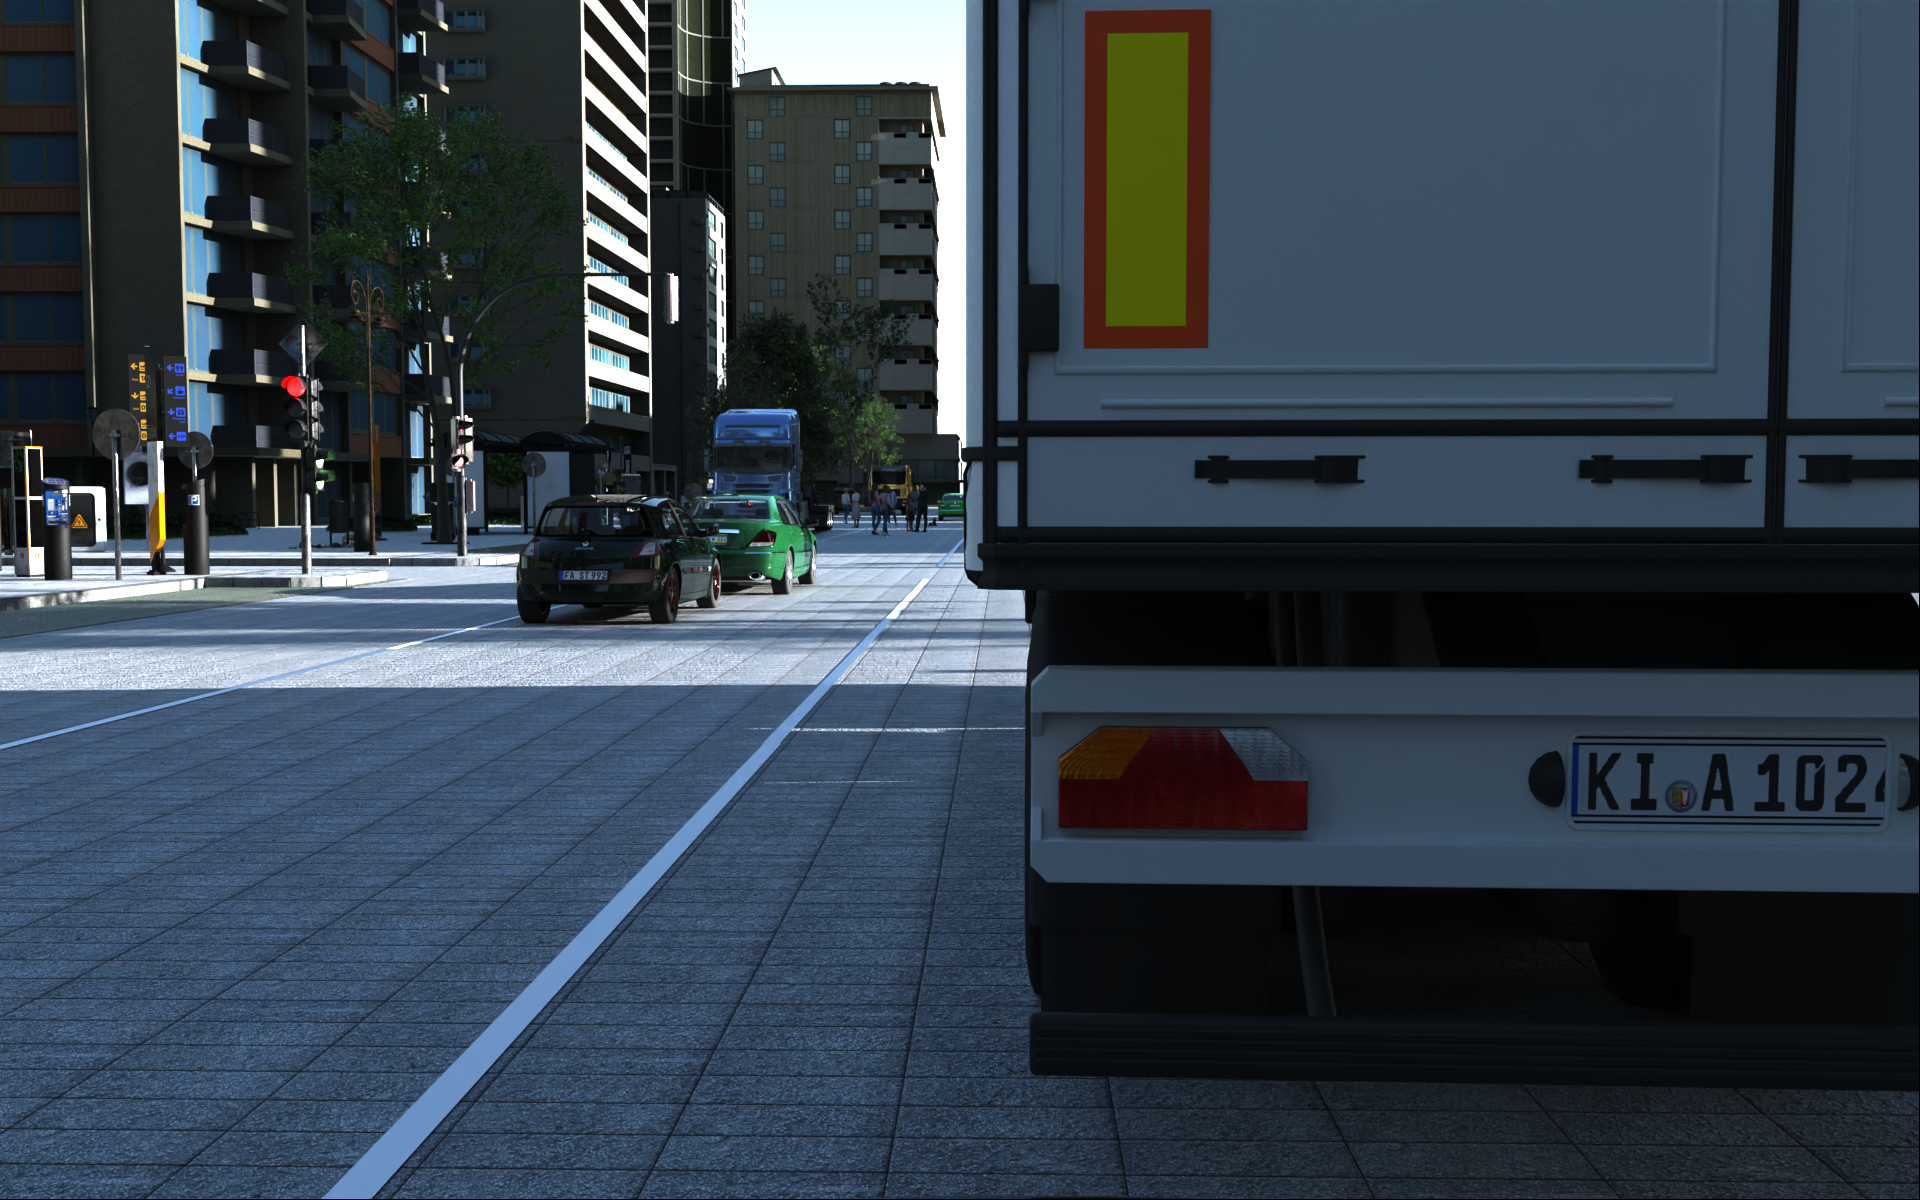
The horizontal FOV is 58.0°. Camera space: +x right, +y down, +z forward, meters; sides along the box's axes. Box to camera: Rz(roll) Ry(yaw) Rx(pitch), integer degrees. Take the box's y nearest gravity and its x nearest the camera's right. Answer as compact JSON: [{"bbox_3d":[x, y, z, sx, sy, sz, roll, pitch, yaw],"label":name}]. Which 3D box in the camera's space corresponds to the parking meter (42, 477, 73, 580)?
[{"bbox_3d":[-13.518,-1.071,25.929,0.372,1.533,0.369,0,3,0],"label":"parking meter"}]

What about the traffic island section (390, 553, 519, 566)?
[{"bbox_3d":[-10.323,-0.831,35.875,2.009,0.180,2.903,0,4,2],"label":"traffic island section"}]

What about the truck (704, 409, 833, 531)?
[{"bbox_3d":[-6.287,-4.336,60.647,2.967,4.110,18.799,0,4,0],"label":"truck"}]

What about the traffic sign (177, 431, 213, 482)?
[{"bbox_3d":[-15.568,-2.150,35.260,0.768,2.556,0.104,0,4,6],"label":"traffic sign"}]

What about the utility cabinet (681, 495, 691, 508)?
[{"bbox_3d":[-12.562,-4.288,81.268,1.020,1.237,0.306,1,4,12],"label":"utility cabinet"}]

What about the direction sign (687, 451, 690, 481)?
[{"bbox_3d":[-14.330,-6.088,91.541,0.379,3.537,0.876,-1,4,-18],"label":"direction sign"}]

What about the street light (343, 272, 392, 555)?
[{"bbox_3d":[-12.336,-3.879,36.211,0.468,5.910,1.993,0,4,2],"label":"street light"}]

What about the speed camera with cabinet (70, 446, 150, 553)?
[{"bbox_3d":[-18.917,-2.693,38.371,2.038,3.252,0.660,-2,4,-28],"label":"speed camera with cabinet"}]

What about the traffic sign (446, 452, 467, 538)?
[{"bbox_3d":[-14.701,-3.071,50.314,0.768,2.556,0.104,0,4,4],"label":"traffic sign"}]

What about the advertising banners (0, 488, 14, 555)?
[{"bbox_3d":[-20.516,-2.487,36.848,0.090,3.025,2.074,-3,5,-44],"label":"advertising banners"}]

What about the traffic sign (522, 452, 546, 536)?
[{"bbox_3d":[-12.918,-3.206,52.526,0.768,2.556,0.104,1,4,9],"label":"traffic sign"}]

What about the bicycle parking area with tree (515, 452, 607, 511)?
[{"bbox_3d":[-22.223,-7.188,104.534,9.016,4.147,8.231,-1,4,-14],"label":"bicycle parking area with tree"}]

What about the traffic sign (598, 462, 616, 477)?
[{"bbox_3d":[-14.421,-4.340,70.690,0.795,2.593,0.064,1,4,9],"label":"traffic sign"}]

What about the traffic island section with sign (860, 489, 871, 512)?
[{"bbox_3d":[-7.279,-7.909,137.936,1.989,1.847,2.006,0,4,2],"label":"traffic island section with sign"}]

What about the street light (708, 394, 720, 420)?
[{"bbox_3d":[-11.084,-6.468,78.533,0.468,5.910,1.993,0,4,2],"label":"street light"}]

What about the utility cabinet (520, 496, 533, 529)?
[{"bbox_3d":[-16.131,-3.261,64.478,0.306,1.237,1.020,-1,4,-23],"label":"utility cabinet"}]

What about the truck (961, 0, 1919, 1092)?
[{"bbox_3d":[1.527,-1.176,8.134,2.839,4.237,11.283,0,4,3],"label":"truck"}]

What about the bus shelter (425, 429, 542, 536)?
[{"bbox_3d":[-15.373,-3.801,56.077,2.014,3.302,5.546,0,4,1],"label":"bus shelter"}]

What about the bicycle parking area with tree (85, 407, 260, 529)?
[{"bbox_3d":[-28.831,-4.457,59.880,9.016,4.147,8.231,1,4,12],"label":"bicycle parking area with tree"}]

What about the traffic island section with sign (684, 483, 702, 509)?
[{"bbox_3d":[-9.349,-3.170,60.461,1.989,1.847,2.006,0,4,2],"label":"traffic island section with sign"}]

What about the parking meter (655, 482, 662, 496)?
[{"bbox_3d":[-14.152,-4.626,81.344,0.255,1.863,0.399,-1,4,-15],"label":"parking meter"}]

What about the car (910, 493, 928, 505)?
[{"bbox_3d":[-3.592,-7.769,136.069,2.155,1.783,4.494,0,4,0],"label":"car"}]

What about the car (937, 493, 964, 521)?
[{"bbox_3d":[-0.277,-5.188,93.624,1.959,1.807,4.718,0,4,0],"label":"car"}]

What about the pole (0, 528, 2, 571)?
[{"bbox_3d":[-16.052,-2.135,28.753,0.158,3.312,0.155,0,3,0],"label":"pole"}]

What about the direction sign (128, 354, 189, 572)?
[{"bbox_3d":[-13.100,-2.225,28.371,0.876,3.537,0.379,-3,4,-37],"label":"direction sign"}]

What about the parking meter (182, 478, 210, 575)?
[{"bbox_3d":[-12.168,-1.172,27.578,0.372,1.533,0.369,0,3,0],"label":"parking meter"}]

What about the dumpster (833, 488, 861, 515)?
[{"bbox_3d":[-7.857,-6.866,120.476,1.865,1.857,1.264,0,4,0],"label":"dumpster"}]

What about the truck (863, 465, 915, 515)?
[{"bbox_3d":[-4.696,-7.522,118.916,3.469,3.379,9.791,0,4,0],"label":"truck"}]

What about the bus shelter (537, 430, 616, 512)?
[{"bbox_3d":[-12.972,-3.869,57.187,2.014,3.302,5.546,0,4,1],"label":"bus shelter"}]

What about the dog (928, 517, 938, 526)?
[{"bbox_3d":[-1.288,-3.502,77.446,0.748,0.427,0.550,-1,4,-19],"label":"dog"}]

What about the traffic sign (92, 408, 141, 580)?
[{"bbox_3d":[-12.543,-1.568,25.742,0.768,2.556,0.104,0,4,6],"label":"traffic sign"}]

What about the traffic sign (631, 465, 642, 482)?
[{"bbox_3d":[-14.454,-4.671,76.379,0.884,2.594,0.081,0,4,6],"label":"traffic sign"}]

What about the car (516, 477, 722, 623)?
[{"bbox_3d":[-3.956,-0.661,20.592,2.009,1.686,4.222,0,4,2],"label":"car"}]

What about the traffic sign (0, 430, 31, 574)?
[{"bbox_3d":[-15.136,-1.566,27.727,0.606,2.300,0.079,0,4,6],"label":"traffic sign"}]

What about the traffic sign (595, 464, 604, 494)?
[{"bbox_3d":[-14.959,-4.407,72.168,0.768,2.556,0.104,0,4,5],"label":"traffic sign"}]

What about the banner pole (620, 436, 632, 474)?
[{"bbox_3d":[-14.513,-5.202,75.076,0.863,3.779,0.401,3,4,36],"label":"banner pole"}]

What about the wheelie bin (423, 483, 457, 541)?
[{"bbox_3d":[-14.292,-2.437,47.757,0.980,1.594,0.693,-1,4,-14],"label":"wheelie bin"}]

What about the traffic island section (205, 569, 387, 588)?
[{"bbox_3d":[-10.535,-0.343,27.893,2.009,0.180,2.903,0,4,2],"label":"traffic island section"}]

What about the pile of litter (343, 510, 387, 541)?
[{"bbox_3d":[-16.448,-2.073,47.851,1.176,0.858,1.719,-1,4,-16],"label":"pile of litter"}]

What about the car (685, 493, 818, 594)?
[{"bbox_3d":[-3.274,-0.880,26.185,2.131,1.459,4.920,0,4,2],"label":"car"}]

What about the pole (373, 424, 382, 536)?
[{"bbox_3d":[-17.085,-3.483,50.794,0.158,3.312,0.155,0,3,0],"label":"pole"}]
